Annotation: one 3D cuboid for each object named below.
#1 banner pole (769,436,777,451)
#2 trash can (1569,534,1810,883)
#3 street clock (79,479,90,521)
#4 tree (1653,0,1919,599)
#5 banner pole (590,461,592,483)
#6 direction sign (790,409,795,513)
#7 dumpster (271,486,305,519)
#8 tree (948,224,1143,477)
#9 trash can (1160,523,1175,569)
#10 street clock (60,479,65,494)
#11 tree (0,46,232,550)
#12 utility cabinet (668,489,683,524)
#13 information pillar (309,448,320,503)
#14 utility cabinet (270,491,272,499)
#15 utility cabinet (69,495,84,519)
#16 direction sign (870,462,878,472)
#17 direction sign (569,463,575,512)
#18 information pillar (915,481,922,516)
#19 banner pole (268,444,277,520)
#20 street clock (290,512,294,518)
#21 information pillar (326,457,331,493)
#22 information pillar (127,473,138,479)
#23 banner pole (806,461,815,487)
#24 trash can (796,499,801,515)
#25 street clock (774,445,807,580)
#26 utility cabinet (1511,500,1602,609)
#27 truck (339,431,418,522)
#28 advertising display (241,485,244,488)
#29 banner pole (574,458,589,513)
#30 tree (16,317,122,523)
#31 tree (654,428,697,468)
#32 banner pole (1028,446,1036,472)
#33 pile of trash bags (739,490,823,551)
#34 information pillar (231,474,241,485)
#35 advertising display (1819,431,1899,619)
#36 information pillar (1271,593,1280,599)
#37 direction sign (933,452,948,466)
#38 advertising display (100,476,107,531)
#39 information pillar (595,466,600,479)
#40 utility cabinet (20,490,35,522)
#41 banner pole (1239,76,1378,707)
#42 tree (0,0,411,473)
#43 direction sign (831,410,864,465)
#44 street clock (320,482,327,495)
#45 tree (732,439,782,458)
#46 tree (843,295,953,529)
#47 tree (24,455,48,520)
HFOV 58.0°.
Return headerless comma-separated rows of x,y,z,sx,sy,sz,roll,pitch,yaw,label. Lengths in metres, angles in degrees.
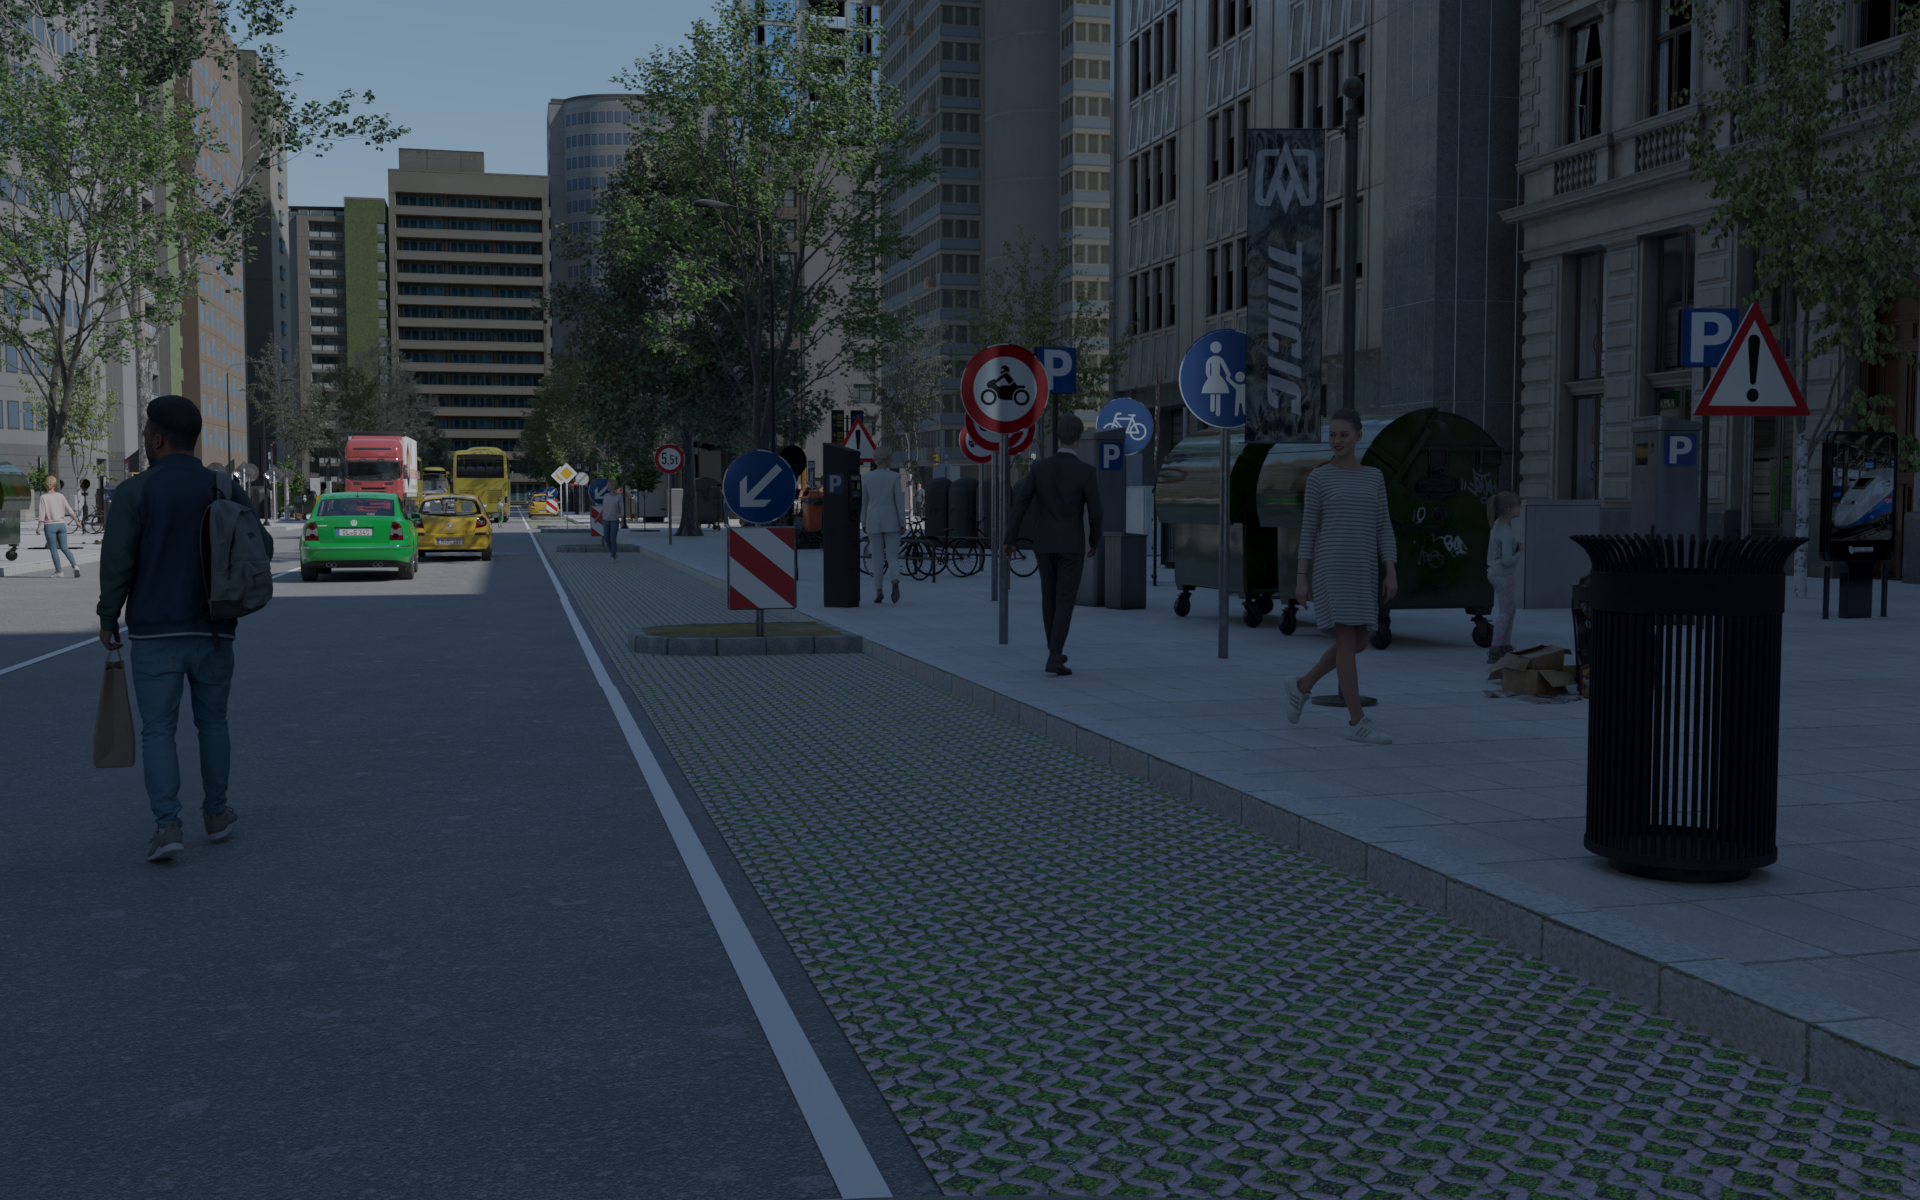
-6.609,-4.278,59.960,0.401,3.779,0.863,3,5,40,banner pole
2.458,0.352,5.894,0.748,1.137,0.748,0,3,0,trash can
-41.611,-4.758,82.370,0.358,2.002,0.471,1,4,20,street clock
10.459,-4.311,20.854,4.737,8.622,4.395,0,3,0,tree
-28.012,-8.600,130.627,0.863,3.779,0.401,-2,4,-30,banner pole
-4.479,-3.327,46.388,0.379,3.537,0.876,-1,4,-11,direction sign
-34.769,-5.324,89.539,1.502,2.255,1.985,-1,4,-14,dumpster
2.536,-5.950,47.642,4.737,8.622,4.395,0,3,0,tree
3.774,-1.119,29.949,0.748,1.137,0.748,0,3,0,trash can
-43.644,-4.853,83.911,0.471,2.002,0.358,-1,4,-17,street clock
-20.875,-6.986,39.973,9.928,11.665,9.643,0,3,0,tree
-11.673,-3.921,72.790,1.173,1.500,0.318,0,4,6,utility cabinet
-33.146,-5.970,88.972,0.504,3.616,0.183,-1,4,-16,information pillar
-44.168,-6.177,109.672,1.173,1.500,0.318,0,4,-2,utility cabinet
-45.339,-4.762,89.014,0.306,1.237,1.020,0,4,2,utility cabinet
-5.193,-6.891,104.672,0.379,3.537,0.876,2,4,26,direction sign
-28.300,-8.266,127.139,0.876,3.537,0.379,1,4,21,direction sign
-2.422,-5.907,101.067,0.304,2.012,0.304,2,4,32,information pillar
-34.424,-5.903,86.525,0.401,3.779,0.863,0,4,-7,banner pole
-35.750,-5.385,92.620,0.471,2.002,0.358,0,4,-5,street clock
-40.402,-7.310,110.876,0.504,3.616,0.183,3,5,40,information pillar
-28.212,-3.344,59.163,0.304,2.012,0.304,2,4,29,information pillar
-11.357,-8.612,130.815,0.863,3.779,0.401,0,4,-2,banner pole
-9.132,-5.321,98.649,0.748,1.137,0.748,0,3,0,trash can
-2.526,-1.292,25.695,0.471,2.002,0.358,-2,4,-32,street clock
6.706,-0.512,19.539,1.020,1.237,0.306,-1,4,-19,utility cabinet
-26.480,-5.531,79.349,2.839,4.237,11.283,-1,4,-14,truck
-51.179,-7.175,122.519,0.974,1.923,0.123,0,4,-8,advertising display
-26.083,-7.895,119.094,0.863,3.779,0.401,-1,4,-13,banner pole
-36.709,-7.432,71.874,4.737,8.622,4.395,0,3,0,tree
-17.832,-9.404,104.120,4.360,8.622,3.978,0,3,0,tree
3.682,-6.059,89.080,0.401,3.779,0.863,3,4,37,banner pole
-3.920,-1.860,40.170,1.912,1.369,3.447,-2,4,-27,pile of trash bags
-25.911,-3.520,62.041,0.304,2.012,0.304,-2,4,-26,information pillar
9.267,-0.774,17.873,0.974,1.923,0.123,-2,4,-24,advertising display
3.891,-1.021,21.184,0.304,2.012,0.304,1,4,16,information pillar
-1.049,-6.243,94.072,0.876,3.537,0.379,-1,4,-17,direction sign
-30.044,-3.399,60.784,0.123,1.923,0.974,-1,4,-21,advertising display
-30.233,-9.364,144.448,0.183,3.616,0.504,3,4,37,information pillar
-42.938,-4.344,79.695,0.318,1.500,1.173,-1,4,-10,utility cabinet
2.123,-1.253,10.499,0.863,3.779,0.401,0,4,0,banner pole
-23.496,-12.010,52.249,12.611,20.169,13.585,0,3,0,tree
-3.034,-3.347,46.717,0.876,3.537,0.379,-1,4,-15,direction sign
-39.277,-6.249,106.734,0.358,2.002,0.471,2,4,29,street clock
-13.081,-9.873,111.781,4.737,8.622,4.395,0,3,0,tree
-2.028,-6.909,63.331,4.360,8.622,3.978,0,3,0,tree
-45.452,-5.568,85.646,1.663,3.219,1.824,0,3,0,tree
